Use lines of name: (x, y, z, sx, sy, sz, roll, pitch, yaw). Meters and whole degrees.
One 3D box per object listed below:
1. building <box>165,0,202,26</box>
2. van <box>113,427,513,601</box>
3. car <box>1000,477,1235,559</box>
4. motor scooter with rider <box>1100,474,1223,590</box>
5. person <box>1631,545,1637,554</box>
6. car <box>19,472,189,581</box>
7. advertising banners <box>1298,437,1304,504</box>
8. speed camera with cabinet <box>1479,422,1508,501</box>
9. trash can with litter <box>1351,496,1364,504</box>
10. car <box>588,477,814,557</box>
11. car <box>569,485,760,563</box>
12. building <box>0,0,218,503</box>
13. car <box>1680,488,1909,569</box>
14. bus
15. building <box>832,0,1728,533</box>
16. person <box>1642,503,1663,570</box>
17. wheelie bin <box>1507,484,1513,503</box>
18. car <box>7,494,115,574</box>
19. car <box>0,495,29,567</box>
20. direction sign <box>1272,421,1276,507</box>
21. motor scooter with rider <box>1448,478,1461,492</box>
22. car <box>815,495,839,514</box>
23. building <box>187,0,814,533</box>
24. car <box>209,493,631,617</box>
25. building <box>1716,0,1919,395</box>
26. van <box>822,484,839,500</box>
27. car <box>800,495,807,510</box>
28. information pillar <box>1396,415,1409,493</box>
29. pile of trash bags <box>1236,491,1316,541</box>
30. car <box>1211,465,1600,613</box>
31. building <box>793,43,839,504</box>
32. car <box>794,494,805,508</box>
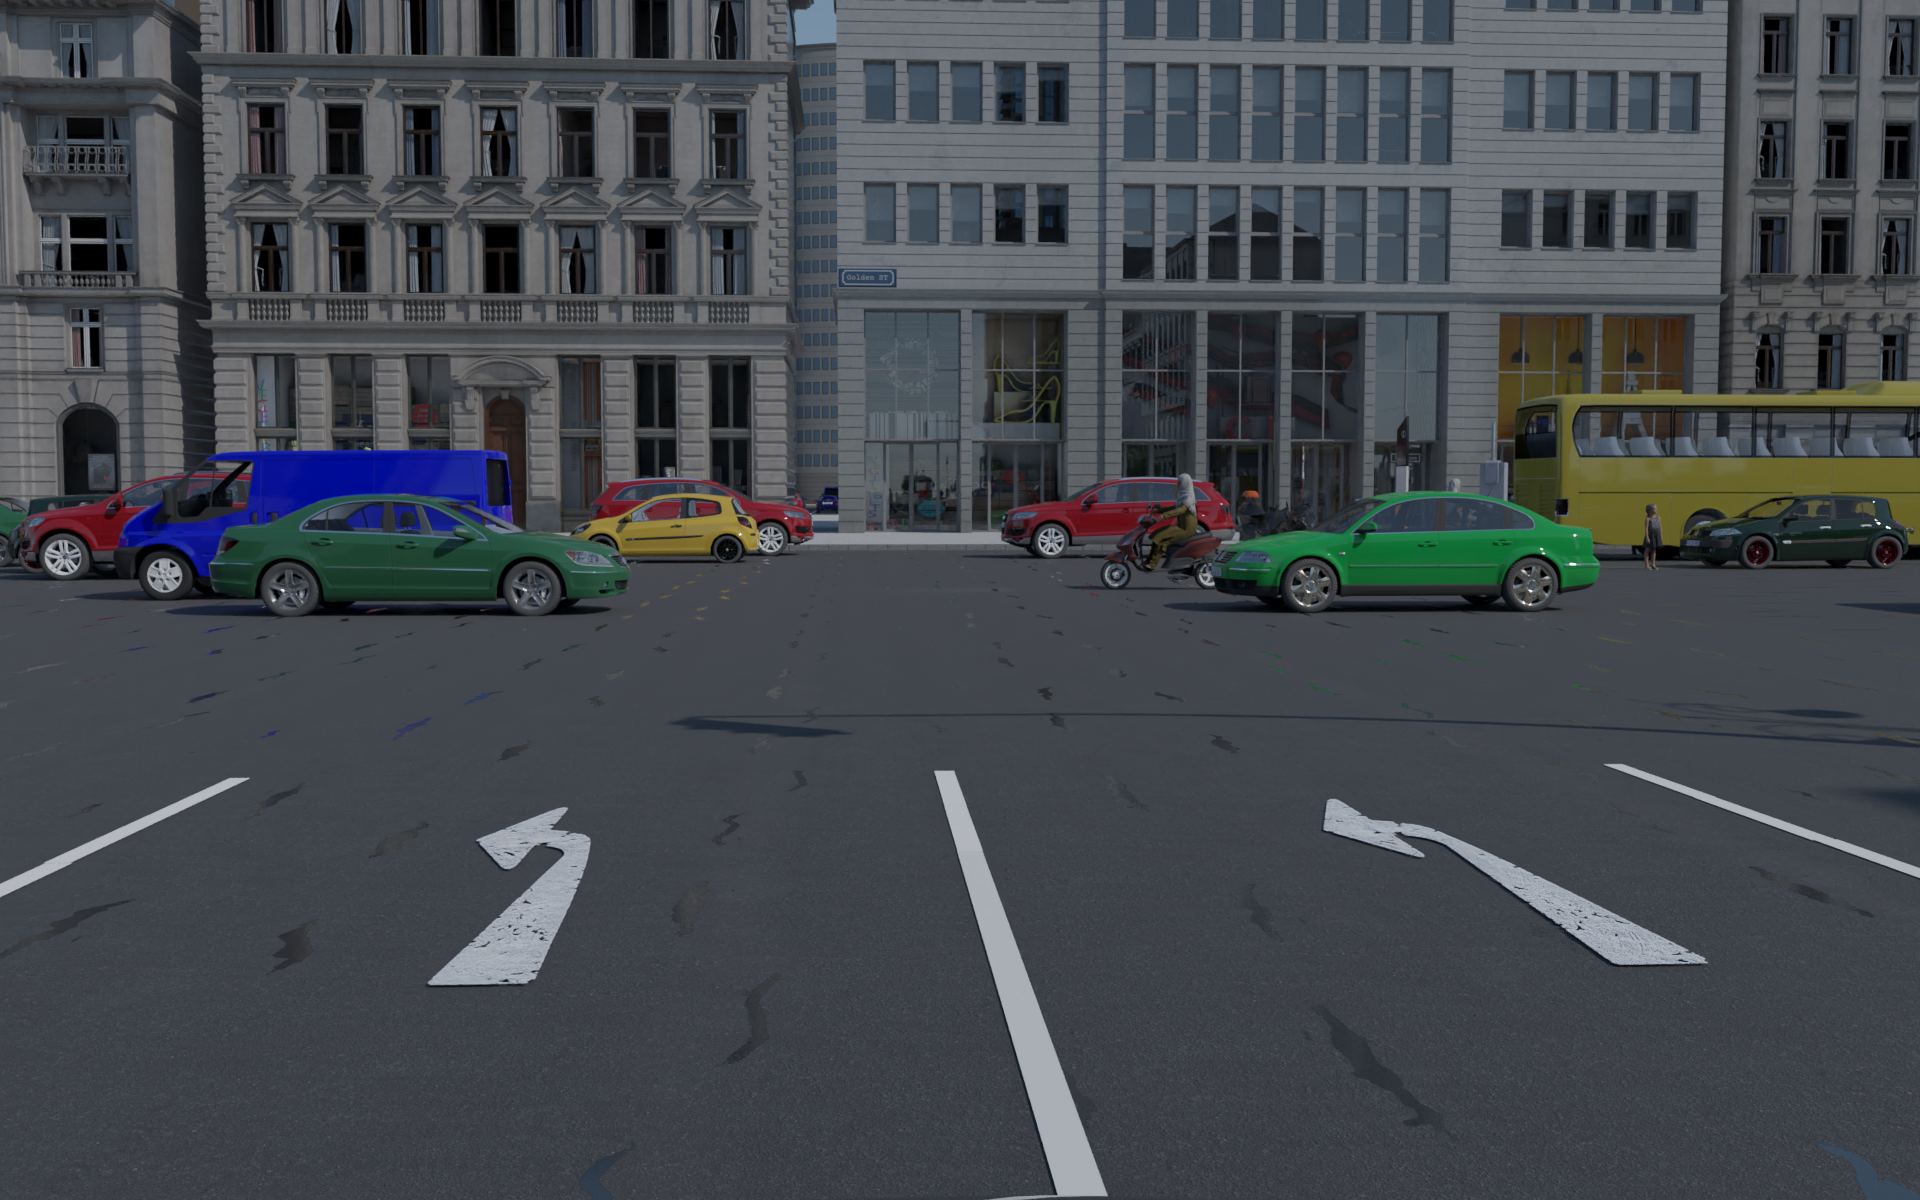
building: (-51.750, -28.082, 109.243, 14.600, 45.320, 14.200, 0, 4, -4)
van: (-8.959, -1.210, 24.165, 5.245, 2.365, 2.240, 0, 4, -3)
car: (3.564, -1.874, 39.314, 5.304, 1.827, 2.281, 0, 4, -5)
motor scooter with rider: (3.093, -1.041, 25.992, 1.986, 1.779, 0.876, 0, 4, -3)
person: (16.264, -1.962, 41.103, 0.750, 1.759, 0.617, -3, 4, -38)
car: (-13.249, -1.285, 29.680, 5.304, 1.827, 2.281, 0, 4, -4)
advertising banners: (10.393, -3.455, 52.683, 0.090, 3.025, 2.074, 1, 4, 14)
speed camera with cabinet: (15.396, -3.262, 47.668, 2.038, 3.252, 0.660, 2, 4, 27)
trash can with litter: (23.795, -5.578, 102.255, 2.233, 1.210, 1.678, -2, 4, -30)
car: (-6.089, -1.960, 40.711, 5.304, 1.827, 2.281, 0, 4, -5)
car: (-6.230, -1.606, 36.482, 3.980, 1.641, 2.015, 0, 4, -3)
building: (-37.279, -13.341, 59.929, 24.055, 21.916, 13.314, 0, 4, -4)
car: (16.281, -1.468, 33.789, 4.222, 1.686, 2.009, 0, 4, -5)
bus: (18.624, -2.854, 38.215, 12.252, 3.916, 2.896, 0, 4, -4)
building: (10.396, -17.398, 61.955, 29.804, 29.767, 11.434, 0, 4, -4)
person: (13.196, -1.210, 32.952, 0.362, 1.253, 0.373, -1, 4, -11)
wheelie bin: (17.465, -2.907, 55.443, 0.980, 1.594, 0.693, -1, 4, -12)
car: (-15.261, -1.356, 31.957, 4.222, 1.686, 2.009, 0, 4, -4)
car: (-20.249, -1.394, 34.596, 4.920, 1.459, 2.131, 0, 4, -3)
direction sign: (9.809, -3.801, 54.139, 0.379, 3.537, 0.876, 1, 4, 14)
motor scooter with rider: (9.898, -1.512, 33.691, 1.986, 1.779, 0.876, 0, 4, -2)
car: (-9.818, -7.111, 128.838, 1.945, 1.354, 3.894, 0, 4, -3)
building: (-15.207, -14.185, 60.809, 19.941, 23.489, 11.050, 0, 4, -4)
car: (-6.491, -0.568, 21.082, 4.920, 1.459, 2.131, 0, 4, -2)
building: (34.435, -13.074, 62.911, 18.267, 20.994, 9.793, 0, 4, -4)
van: (-11.244, -9.185, 154.558, 2.240, 2.365, 5.245, 0, 4, -4)
car: (-14.192, -8.374, 148.917, 2.014, 1.417, 4.499, 0, 4, -2)
information pillar: (13.254, -3.700, 51.857, 0.183, 3.616, 0.504, -2, 4, -23)
pile of trash bags: (8.490, -2.317, 47.628, 1.912, 1.369, 3.447, -1, 4, -13)
car: (5.516, -0.789, 21.693, 4.718, 1.807, 1.959, 0, 4, -4)
building: (-12.530, -41.756, 224.713, 28.212, 58.520, 21.231, 0, 4, -4)
car: (-12.775, -7.452, 130.873, 2.155, 1.783, 4.494, 0, 4, -4)
